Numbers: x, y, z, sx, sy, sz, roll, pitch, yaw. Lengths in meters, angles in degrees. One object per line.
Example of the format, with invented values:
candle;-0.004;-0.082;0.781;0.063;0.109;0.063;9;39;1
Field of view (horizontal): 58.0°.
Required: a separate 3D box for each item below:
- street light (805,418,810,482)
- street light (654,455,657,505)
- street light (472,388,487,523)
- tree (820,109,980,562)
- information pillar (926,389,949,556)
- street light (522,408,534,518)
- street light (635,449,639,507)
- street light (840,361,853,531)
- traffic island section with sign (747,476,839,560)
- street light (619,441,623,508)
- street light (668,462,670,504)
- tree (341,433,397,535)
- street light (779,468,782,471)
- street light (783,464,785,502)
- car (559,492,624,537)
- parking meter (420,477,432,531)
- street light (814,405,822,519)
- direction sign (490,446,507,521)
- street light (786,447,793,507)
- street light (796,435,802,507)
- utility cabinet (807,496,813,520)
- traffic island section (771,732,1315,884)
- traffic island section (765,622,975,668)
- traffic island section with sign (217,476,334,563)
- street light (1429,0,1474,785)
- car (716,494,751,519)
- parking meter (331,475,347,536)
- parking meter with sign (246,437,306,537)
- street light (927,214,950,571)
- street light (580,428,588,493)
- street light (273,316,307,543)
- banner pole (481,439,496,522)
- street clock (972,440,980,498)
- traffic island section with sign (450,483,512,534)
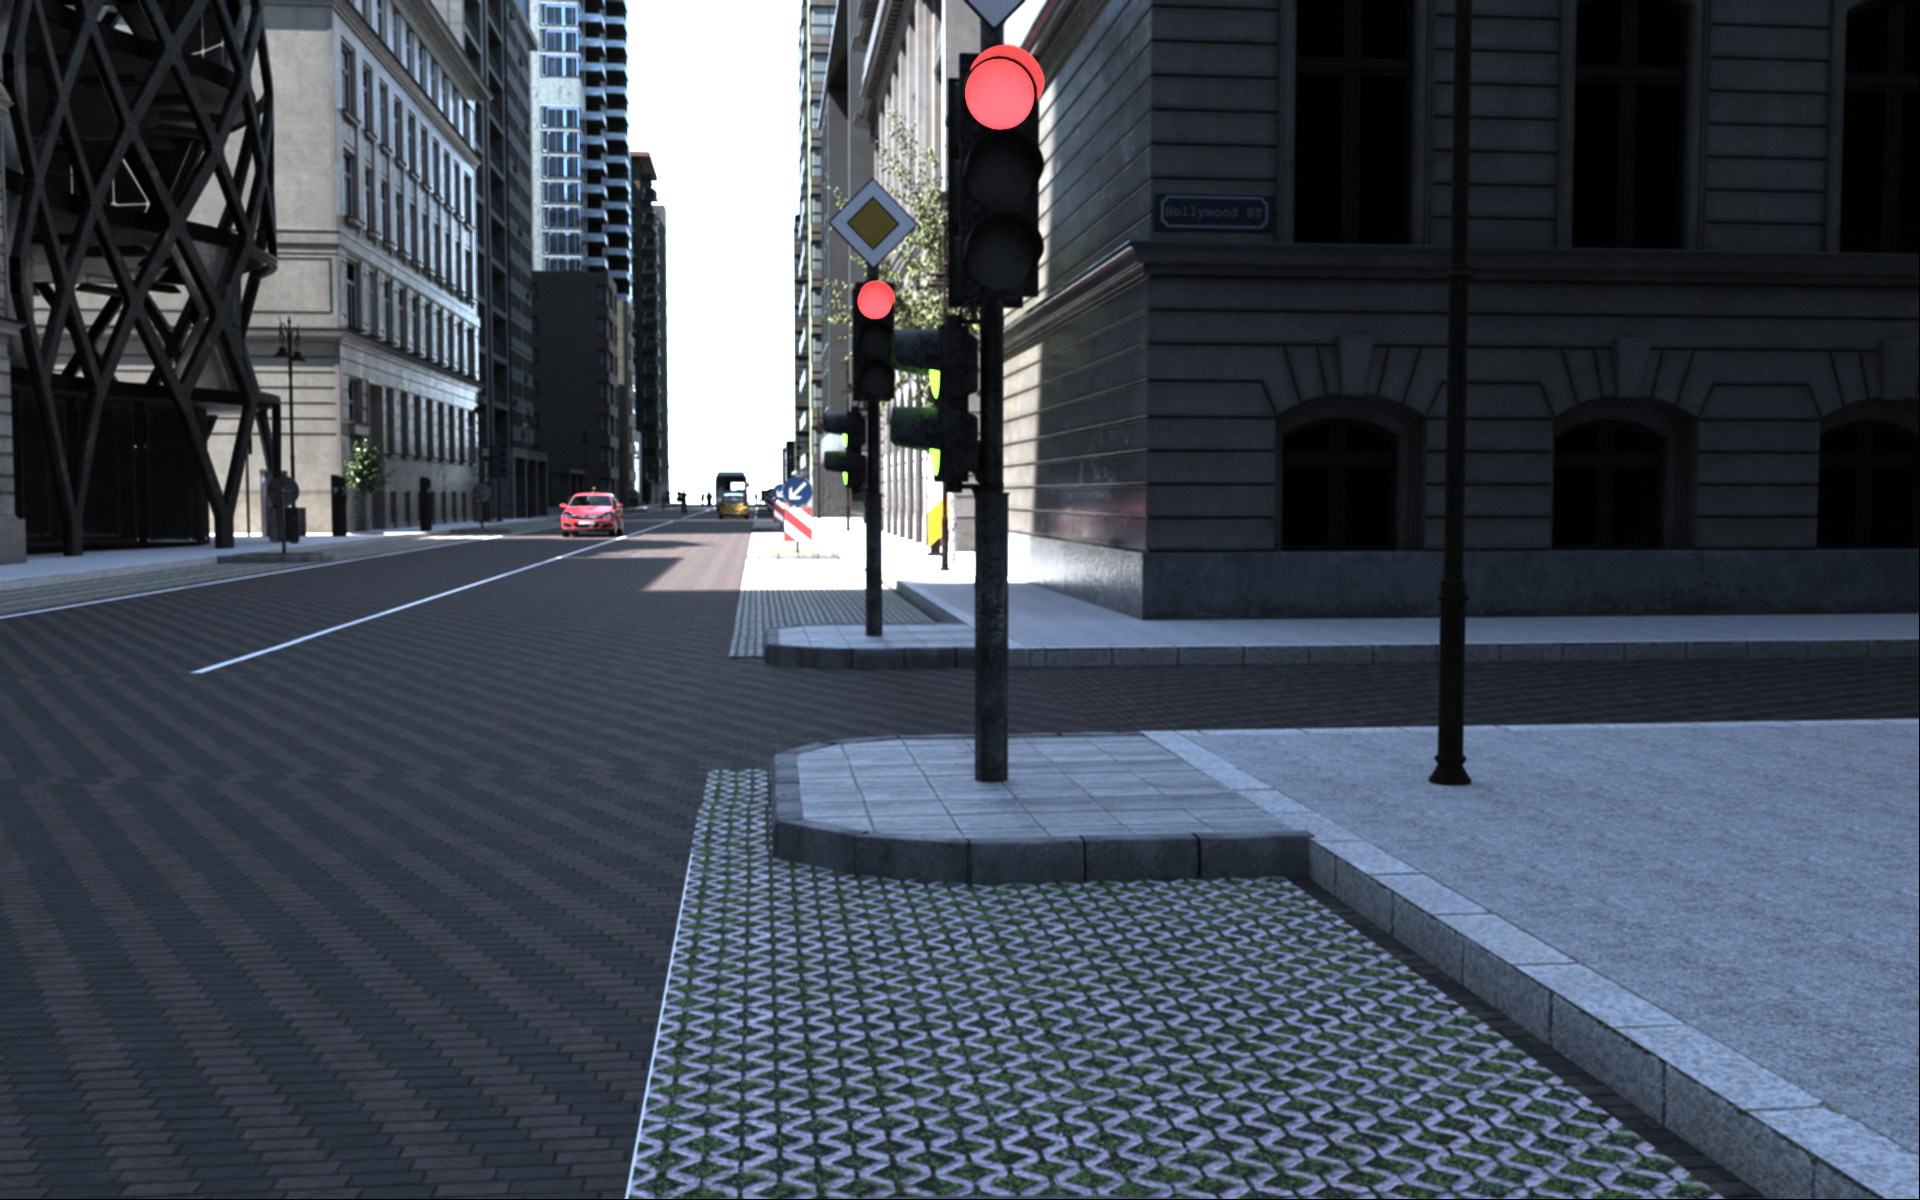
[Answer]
street light;-9.180;-8.108;105.347;0.468;5.910;1.993;0;4;-7
street light;-35.740;-14.114;203.553;0.468;5.910;1.993;0;4;-7
street light;-20.925;-6.283;75.511;0.468;5.910;1.993;0;4;-7
tree;-0.357;-5.026;32.534;4.737;8.622;4.395;0;3;0
information pillar;-0.436;-2.720;35.829;0.504;3.616;0.183;2;4;24
street light;-22.784;-7.261;91.497;0.468;5.910;1.993;0;4;-7
street light;-32.259;-12.257;173.186;0.468;5.910;1.993;0;4;-7
street light;-3.867;-5.317;59.726;0.468;5.910;1.993;0;4;-7
traffic island section with sign;-3.725;-1.822;38.422;1.989;1.847;2.006;0;4;-7
street light;-29.822;-10.980;152.309;0.468;5.910;1.993;0;4;-7
street light;-39.251;-15.966;233.838;0.468;5.910;1.993;0;4;-7
tree;-18.690;-3.688;54.903;1.663;3.219;1.824;0;3;0
street light;-22.153;-15.002;218.065;0.468;5.910;1.993;0;4;-7
street light;-18.602;-13.089;186.790;0.468;5.910;1.993;0;4;-7
car;-12.608;-3.086;59.502;2.155;1.783;4.494;0;4;-6
parking meter;-18.641;-3.347;60.429;0.255;1.863;0.399;1;4;9
street light;-7.341;-7.170;90.015;0.468;5.910;1.993;0;4;-7
direction sign;-21.743;-5.484;81.667;0.876;3.537;0.379;-3;5;-44
street light;-16.214;-11.828;166.175;0.468;5.910;1.993;0;4;-7
street light;-12.622;-9.960;135.639;0.468;5.910;1.993;0;4;-7
utility cabinet;-7.391;-4.550;85.546;0.306;1.237;1.020;0;4;-6
traffic island section;0.163;0.887;7.779;2.009;0.180;2.903;0;4;-7
traffic island section;-0.757;0.402;15.712;2.009;0.180;2.903;0;4;-7
traffic island section with sign;-14.409;-1.714;36.656;1.989;1.847;2.006;0;4;-7
street light;2.182;-2.125;7.533;0.468;5.910;1.993;0;4;-7
car;-13.005;-5.461;99.515;2.015;1.641;3.980;0;4;-8
parking meter;-18.931;-2.881;52.815;0.399;1.863;0.255;1;4;21
parking meter with sign;-20.821;-3.447;52.618;1.738;3.016;0.543;-3;5;-45
street light;-0.253;-3.426;28.808;0.468;5.910;1.993;0;4;-7
street light;-26.405;-9.127;122.013;0.468;5.910;1.993;0;4;-7
street light;-17.428;-4.427;45.170;0.468;5.910;1.993;0;4;-7
banner pole;-21.404;-5.423;78.689;0.401;3.779;0.863;2;4;29
street clock;0.328;-1.148;23.345;0.471;2.002;0.358;-3;5;-42
traffic island section with sign;-17.517;-3.352;63.439;1.989;1.847;2.006;0;4;-7
